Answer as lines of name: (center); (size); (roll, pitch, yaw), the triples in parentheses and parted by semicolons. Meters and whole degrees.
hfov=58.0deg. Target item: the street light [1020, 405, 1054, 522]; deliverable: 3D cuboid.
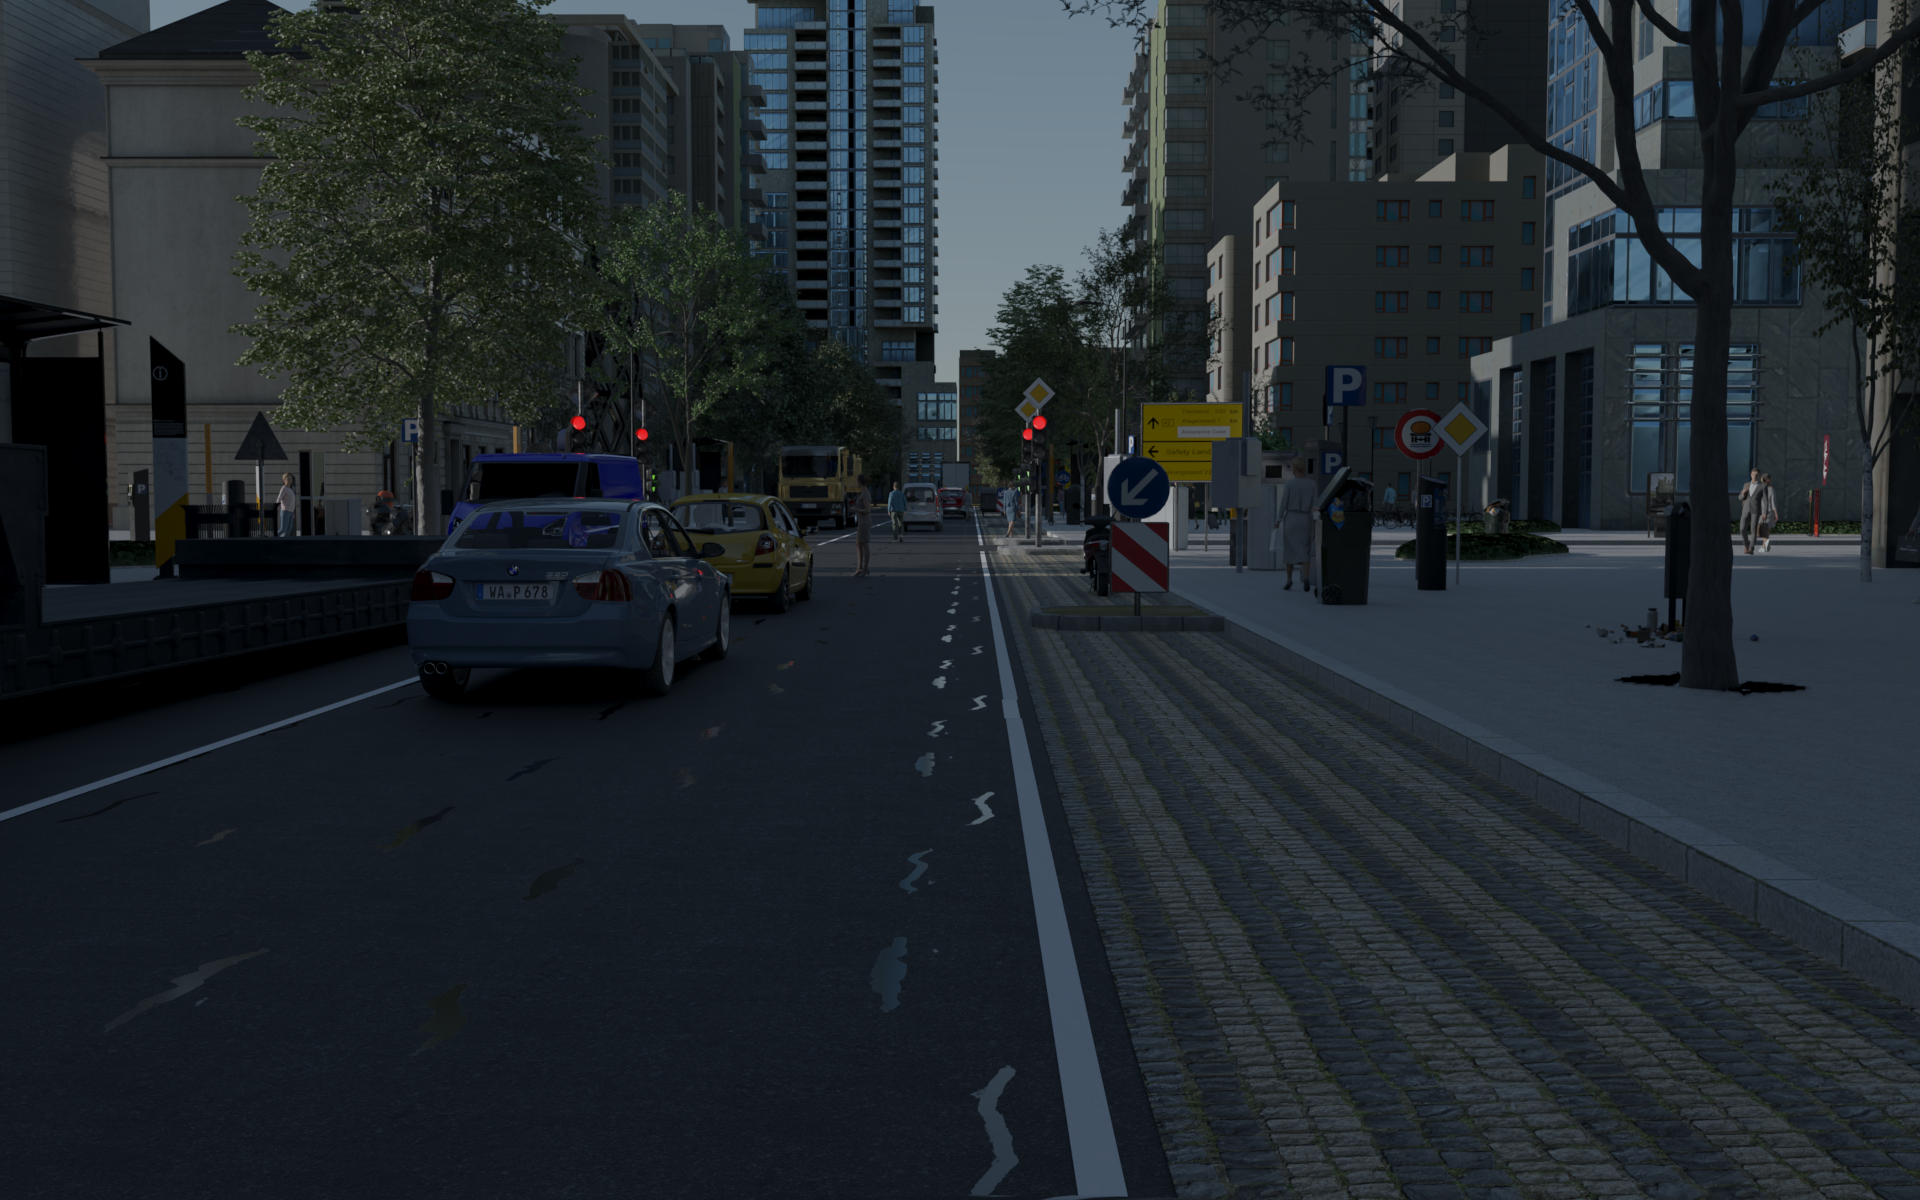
street light: (3.592, -6.478, 78.454); (1.470, 5.913, 1.316); (0, 4, 0)

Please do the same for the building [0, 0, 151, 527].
building: (-47.792, -17.619, 65.569); (29.804, 29.767, 11.434); (0, 4, 0)

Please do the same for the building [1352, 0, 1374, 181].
building: (44.328, -55.983, 227.998); (31.000, 86.520, 22.319); (0, 4, 0)

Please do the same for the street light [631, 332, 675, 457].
street light: (-8.835, -4.716, 49.648); (1.470, 5.913, 1.316); (0, 4, 0)

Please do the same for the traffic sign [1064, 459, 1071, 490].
traffic sign: (7.058, -6.389, 98.334); (2.265, 3.308, 0.079); (0, 4, 5)

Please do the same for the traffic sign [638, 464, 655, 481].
traffic sign: (-12.341, -4.159, 68.107); (0.768, 2.556, 0.104); (0, 4, 2)

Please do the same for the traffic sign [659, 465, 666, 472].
traffic sign: (-12.907, -4.646, 76.076); (0.768, 2.556, 0.104); (0, 4, 4)

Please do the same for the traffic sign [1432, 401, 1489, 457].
traffic sign: (7.077, -1.513, 24.477); (0.795, 2.593, 0.064); (0, 4, 3)

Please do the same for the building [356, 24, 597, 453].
building: (-26.255, -15.916, 89.104); (11.050, 23.489, 19.941); (0, 4, 0)

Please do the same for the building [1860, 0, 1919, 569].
building: (26.526, -24.156, 18.653); (21.300, 48.544, 21.600); (0, 4, 0)

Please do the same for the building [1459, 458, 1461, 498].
building: (66.855, -27.760, 225.572); (14.107, 30.474, 14.160); (0, 4, 0)

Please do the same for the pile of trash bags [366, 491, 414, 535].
pile of trash bags: (-16.402, -2.502, 50.665); (1.912, 1.369, 3.447); (-2, 4, -35)

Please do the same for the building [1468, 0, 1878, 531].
building: (37.986, -46.259, 69.011); (31.000, 86.520, 22.319); (0, 4, 0)

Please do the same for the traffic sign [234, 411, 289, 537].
traffic sign: (-10.947, -1.659, 27.134); (0.884, 2.594, 0.081); (0, 4, 6)

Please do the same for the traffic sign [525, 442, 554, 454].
traffic sign: (-10.349, -2.599, 42.604); (0.768, 2.556, 0.104); (0, 4, 4)

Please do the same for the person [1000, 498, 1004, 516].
person: (2.853, -6.373, 112.505); (0.655, 1.846, 0.447); (2, 4, 35)

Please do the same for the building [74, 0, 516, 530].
building: (-25.161, -12.540, 69.652); (10.561, 19.102, 19.286); (0, 4, 0)

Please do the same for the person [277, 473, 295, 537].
person: (-14.895, -1.910, 37.943); (0.598, 1.740, 0.731); (-1, 4, -13)

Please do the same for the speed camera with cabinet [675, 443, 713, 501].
speed camera with cabinet: (-10.332, -4.498, 67.876); (0.660, 3.252, 2.038); (1, 4, 14)

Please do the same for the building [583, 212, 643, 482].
building: (-28.581, -14.700, 107.794); (16.820, 18.784, 16.811); (0, 4, 0)

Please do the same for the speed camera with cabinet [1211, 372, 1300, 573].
speed camera with cabinet: (4.987, -2.110, 28.841); (0.660, 3.252, 2.038); (3, 5, 43)

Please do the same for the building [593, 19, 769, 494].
building: (-35.497, -34.161, 178.136); (30.456, 49.044, 23.786); (0, 4, 0)

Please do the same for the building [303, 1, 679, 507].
building: (-36.319, -27.205, 136.689); (32.217, 40.220, 23.993); (0, 4, 0)

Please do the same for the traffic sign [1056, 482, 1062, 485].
traffic sign: (6.122, -6.284, 102.752); (0.884, 2.594, 0.081); (1, 4, 8)

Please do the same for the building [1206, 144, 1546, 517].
building: (31.511, -16.226, 110.327); (27.650, 21.520, 28.899); (0, 4, 0)

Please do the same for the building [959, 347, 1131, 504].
building: (14.399, -23.733, 233.068); (28.899, 21.520, 27.650); (0, 4, 0)

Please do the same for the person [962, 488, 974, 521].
person: (0.394, -5.115, 92.475); (0.624, 1.780, 0.694); (-3, 5, -43)

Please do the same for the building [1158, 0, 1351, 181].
building: (22.426, -27.739, 137.132); (14.154, 41.232, 14.086); (0, 4, 0)

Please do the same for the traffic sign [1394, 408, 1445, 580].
traffic sign: (6.861, -1.575, 25.865); (0.768, 2.556, 0.104); (1, 4, 10)

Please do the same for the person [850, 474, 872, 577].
person: (-1.709, -1.288, 29.895); (0.374, 1.781, 0.599); (0, 4, -5)

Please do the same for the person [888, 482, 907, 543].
person: (-1.841, -2.578, 50.990); (0.601, 1.785, 0.444); (-1, 4, -15)

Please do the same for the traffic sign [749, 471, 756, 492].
traffic sign: (-11.057, -5.729, 93.773); (0.768, 2.556, 0.104); (0, 4, 6)

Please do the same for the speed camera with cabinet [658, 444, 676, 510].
speed camera with cabinet: (-11.508, -4.570, 69.061); (0.660, 3.252, 2.038); (0, 4, 6)

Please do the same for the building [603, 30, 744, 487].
building: (-27.474, -28.871, 155.631); (14.154, 41.232, 14.086); (0, 4, 0)

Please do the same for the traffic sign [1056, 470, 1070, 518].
traffic sign: (5.555, -5.685, 93.054); (0.768, 2.556, 0.104); (0, 4, 5)

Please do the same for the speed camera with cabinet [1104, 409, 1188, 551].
speed camera with cabinet: (4.306, -2.798, 40.081); (2.038, 3.252, 0.660); (3, 5, 42)

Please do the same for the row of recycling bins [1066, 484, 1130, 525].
row of recycling bins: (6.041, -3.946, 71.623); (3.534, 1.692, 1.069); (2, 4, 26)

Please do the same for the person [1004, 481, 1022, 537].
person: (1.523, -2.682, 52.377); (0.581, 1.822, 0.654); (3, 5, 45)

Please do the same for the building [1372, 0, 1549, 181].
building: (53.162, -45.280, 178.572); (20.611, 71.187, 20.563); (0, 4, 0)

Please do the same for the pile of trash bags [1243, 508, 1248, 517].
pile of trash bags: (6.254, -1.430, 33.136); (1.912, 1.369, 3.447); (0, 4, -3)

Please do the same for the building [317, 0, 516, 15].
building: (-70.947, -48.334, 228.506); (20.611, 71.187, 20.563); (0, 4, 0)

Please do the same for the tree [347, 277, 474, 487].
tree: (-17.599, -6.488, 56.441); (4.737, 8.622, 4.395); (0, 3, 0)

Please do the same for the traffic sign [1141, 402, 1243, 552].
traffic sign: (5.149, -2.725, 38.419); (2.265, 3.308, 0.079); (1, 4, 8)

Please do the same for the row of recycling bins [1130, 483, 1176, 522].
row of recycling bins: (6.699, -3.091, 57.645); (1.069, 1.692, 3.534); (1, 4, 19)

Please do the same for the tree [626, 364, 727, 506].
tree: (-15.843, -8.854, 95.132); (4.360, 8.622, 3.978); (0, 3, 0)

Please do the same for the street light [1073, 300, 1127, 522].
street light: (3.417, -4.225, 41.626); (1.470, 5.913, 1.316); (0, 4, 0)

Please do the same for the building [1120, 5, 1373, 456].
building: (27.894, -33.902, 173.914); (23.786, 49.044, 30.456); (0, 4, 0)

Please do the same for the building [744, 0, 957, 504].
building: (-15.908, -55.974, 227.851); (31.000, 86.520, 22.319); (0, 4, 0)

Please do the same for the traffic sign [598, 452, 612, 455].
traffic sign: (-10.760, -3.196, 52.362); (0.768, 2.556, 0.104); (0, 4, 7)
